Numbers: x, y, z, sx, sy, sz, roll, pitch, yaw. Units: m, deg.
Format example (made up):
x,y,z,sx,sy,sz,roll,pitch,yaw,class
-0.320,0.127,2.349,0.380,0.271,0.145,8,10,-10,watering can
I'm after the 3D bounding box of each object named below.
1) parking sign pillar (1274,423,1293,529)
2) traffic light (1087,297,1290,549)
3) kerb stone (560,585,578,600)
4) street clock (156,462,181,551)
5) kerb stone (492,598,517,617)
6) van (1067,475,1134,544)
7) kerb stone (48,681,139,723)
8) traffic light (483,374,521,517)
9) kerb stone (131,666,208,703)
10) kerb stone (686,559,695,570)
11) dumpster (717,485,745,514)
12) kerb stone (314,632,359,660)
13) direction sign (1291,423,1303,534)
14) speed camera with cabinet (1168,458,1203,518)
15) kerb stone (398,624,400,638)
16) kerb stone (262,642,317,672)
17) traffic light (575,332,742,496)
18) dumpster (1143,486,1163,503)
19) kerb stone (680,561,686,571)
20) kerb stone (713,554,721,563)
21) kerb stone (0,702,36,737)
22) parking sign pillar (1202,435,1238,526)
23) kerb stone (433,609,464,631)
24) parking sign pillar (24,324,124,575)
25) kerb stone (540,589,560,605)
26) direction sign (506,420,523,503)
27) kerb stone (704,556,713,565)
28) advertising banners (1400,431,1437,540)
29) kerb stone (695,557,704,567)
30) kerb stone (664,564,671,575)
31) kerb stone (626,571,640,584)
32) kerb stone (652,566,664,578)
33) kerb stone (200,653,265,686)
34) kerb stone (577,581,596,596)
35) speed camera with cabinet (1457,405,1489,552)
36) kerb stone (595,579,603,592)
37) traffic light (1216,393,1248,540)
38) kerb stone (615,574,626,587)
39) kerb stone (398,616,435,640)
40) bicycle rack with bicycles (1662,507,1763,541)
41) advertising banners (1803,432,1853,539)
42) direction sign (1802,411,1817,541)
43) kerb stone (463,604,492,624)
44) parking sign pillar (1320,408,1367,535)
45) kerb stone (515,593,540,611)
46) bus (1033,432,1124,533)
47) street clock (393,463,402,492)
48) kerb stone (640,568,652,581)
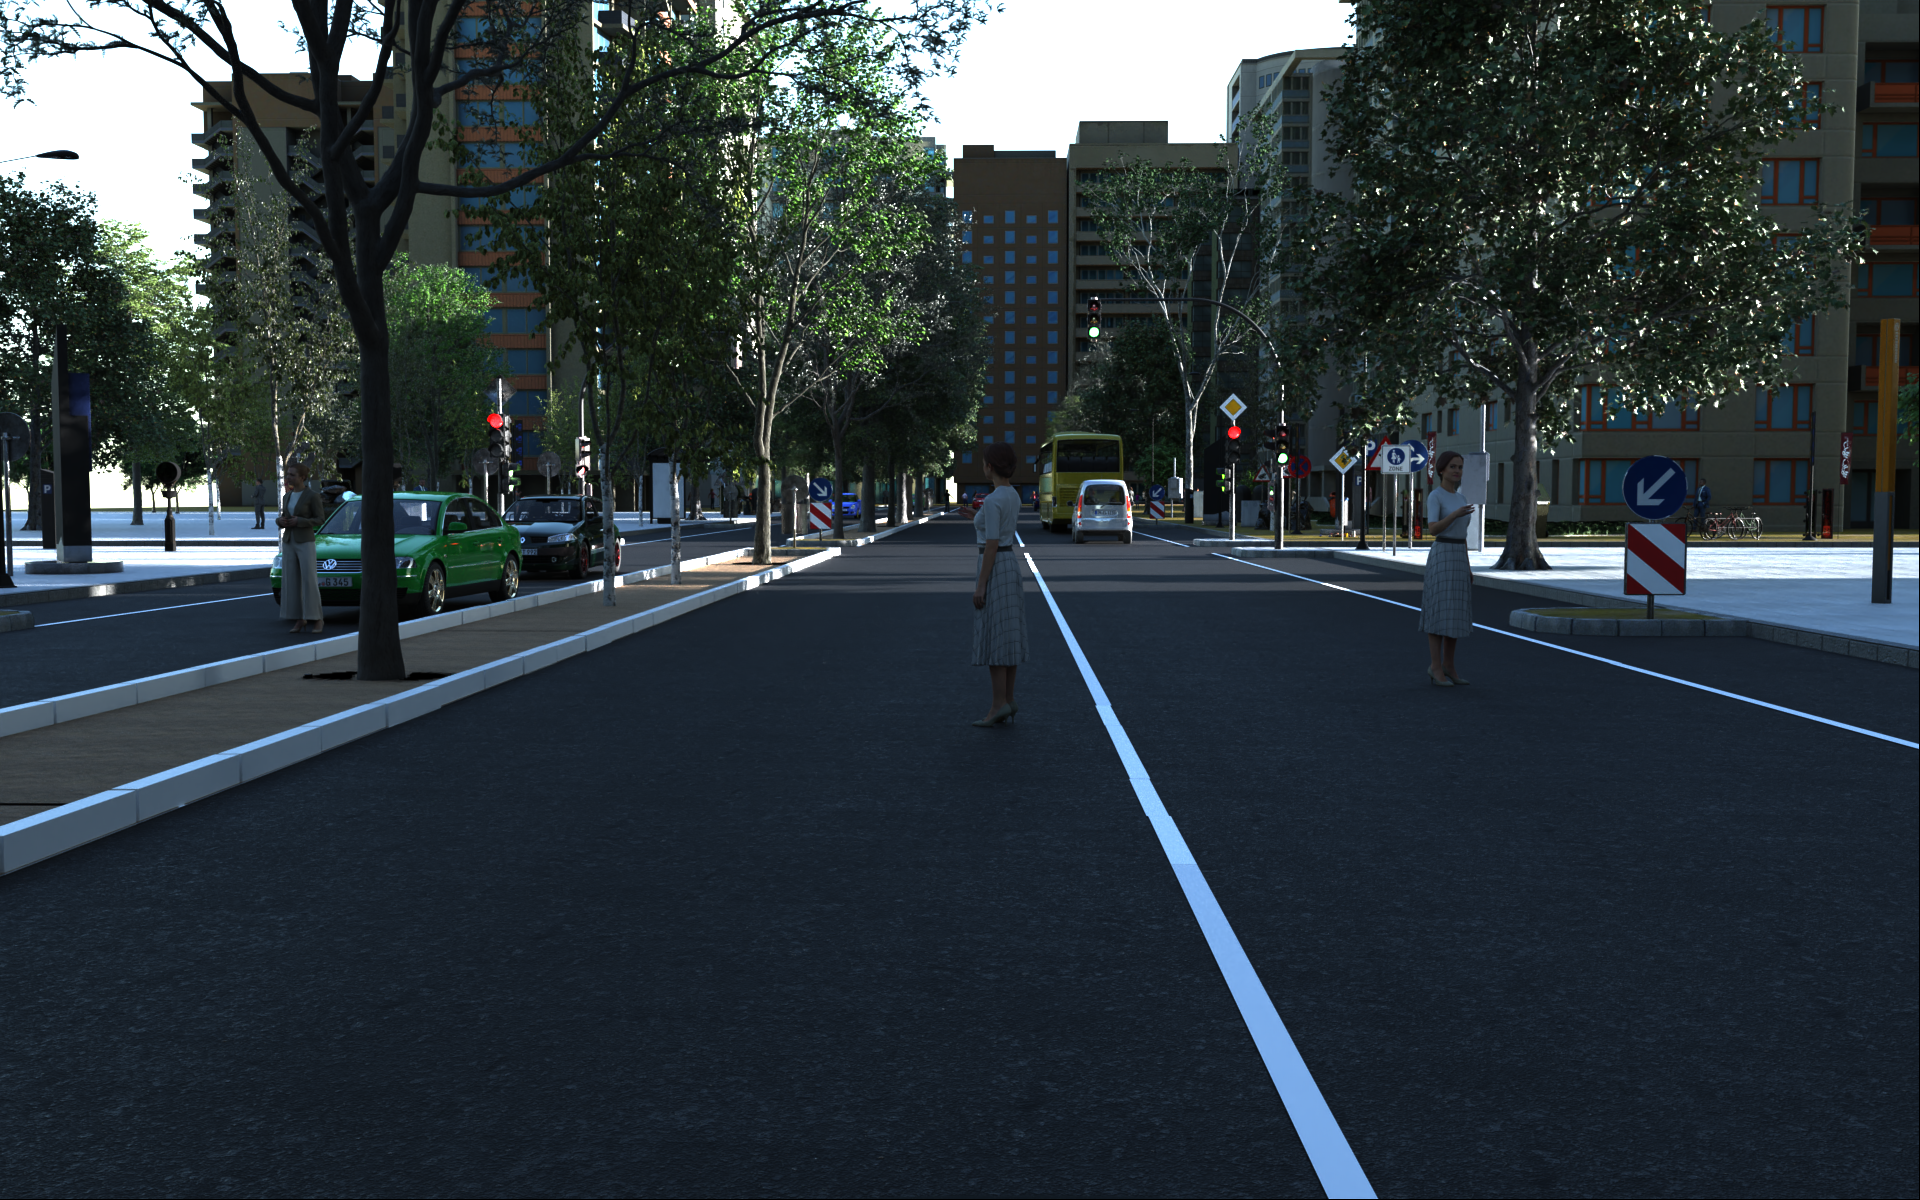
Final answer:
x,y,z,sx,sy,sz,roll,pitch,yaw,class
12.148,-4.685,65.072,1.447,3.967,1.447,1,4,22,parking sign pillar
5.305,-4.004,40.139,4.771,5.953,1.251,0,4,1,traffic light
-5.398,-0.074,23.523,0.120,0.150,1.000,0,4,1,kerb stone
-17.744,-2.098,38.868,0.471,2.002,0.358,0,4,-4,street clock
-5.459,0.115,20.446,0.120,0.150,1.000,0,4,1,kerb stone
4.197,-2.719,51.467,2.013,2.044,4.112,0,4,2,van
-5.651,0.670,11.236,0.120,0.150,1.000,0,4,1,kerb stone
-10.759,-3.161,40.600,0.839,4.253,0.868,0,4,1,traffic light
-5.632,0.608,12.258,0.120,0.150,1.000,0,4,1,kerb stone
-5.198,-0.645,32.749,0.120,0.150,1.000,0,4,1,kerb stone
-14.498,-6.549,109.565,1.502,2.255,1.985,0,4,1,dumpster
-5.563,0.421,15.335,0.120,0.150,1.000,0,4,1,kerb stone
10.792,-3.880,55.430,0.379,3.537,0.876,1,4,18,direction sign
12.413,-6.125,94.487,2.038,3.252,0.660,2,4,24,speed camera with cabinet
-5.548,0.357,16.357,0.120,0.150,1.000,0,4,1,kerb stone
-5.587,0.483,14.306,0.120,0.150,1.000,0,4,1,kerb stone
-8.499,-4.520,48.575,4.771,5.953,1.251,0,4,1,traffic light
13.257,-7.054,117.818,1.502,2.255,1.985,0,4,1,dumpster
-5.223,-0.580,31.716,0.120,0.150,1.000,0,4,1,kerb stone
-5.144,-0.827,35.826,0.120,0.150,1.000,0,4,1,kerb stone
-5.673,0.733,10.206,0.120,0.150,1.000,0,4,1,kerb stone
10.587,-5.017,70.499,1.447,3.967,1.447,1,4,12,parking sign pillar
-5.509,0.232,18.403,0.120,0.150,1.000,0,4,1,kerb stone
-14.476,-2.430,28.199,1.447,3.967,1.447,-2,4,-32,parking sign pillar
-5.410,-0.019,22.501,0.120,0.150,1.000,0,4,1,kerb stone
-13.687,-3.742,53.176,0.876,3.537,0.379,3,5,39,direction sign
-5.160,-0.771,34.798,0.120,0.150,1.000,0,4,1,kerb stone
12.982,-3.233,49.045,0.090,3.025,2.074,-1,4,-11,advertising banners
-5.182,-0.708,33.771,0.120,0.150,1.000,0,4,1,kerb stone
-5.251,-0.520,30.692,0.120,0.150,1.000,0,4,1,kerb stone
-5.304,-0.332,27.621,0.120,0.150,1.000,0,4,1,kerb stone
-5.273,-0.454,29.665,0.120,0.150,1.000,0,4,1,kerb stone
-5.618,0.545,13.280,0.120,0.150,1.000,0,4,1,kerb stone
-5.376,-0.143,24.554,0.120,0.150,1.000,0,4,1,kerb stone
11.565,-2.740,39.142,0.660,3.252,2.038,1,4,14,speed camera with cabinet
-5.355,-0.207,25.576,0.120,0.150,1.000,0,4,1,kerb stone
7.566,-3.627,48.220,0.839,4.253,0.868,0,4,1,traffic light
-5.332,-0.269,26.599,0.120,0.150,1.000,0,4,1,kerb stone
-5.519,0.294,17.381,0.120,0.150,1.000,0,4,1,kerb stone
21.476,-2.184,49.088,2.925,0.926,2.852,-1,4,-15,bicycle rack with bicycles
24.938,-3.277,49.762,0.090,3.025,2.074,0,4,-8,advertising banners
23.514,-3.414,47.819,0.379,3.537,0.876,1,4,20,direction sign
-5.481,0.169,19.424,0.120,0.150,1.000,0,4,1,kerb stone
12.034,-4.024,54.264,1.447,3.967,1.447,0,4,8,parking sign pillar
-5.435,0.044,21.475,0.120,0.150,1.000,0,4,1,kerb stone
4.540,-4.637,67.355,2.896,3.916,12.252,0,3,0,bus
-13.318,-2.222,40.902,0.358,2.002,0.471,-2,4,-25,street clock
-5.290,-0.394,28.643,0.120,0.150,1.000,0,4,1,kerb stone
